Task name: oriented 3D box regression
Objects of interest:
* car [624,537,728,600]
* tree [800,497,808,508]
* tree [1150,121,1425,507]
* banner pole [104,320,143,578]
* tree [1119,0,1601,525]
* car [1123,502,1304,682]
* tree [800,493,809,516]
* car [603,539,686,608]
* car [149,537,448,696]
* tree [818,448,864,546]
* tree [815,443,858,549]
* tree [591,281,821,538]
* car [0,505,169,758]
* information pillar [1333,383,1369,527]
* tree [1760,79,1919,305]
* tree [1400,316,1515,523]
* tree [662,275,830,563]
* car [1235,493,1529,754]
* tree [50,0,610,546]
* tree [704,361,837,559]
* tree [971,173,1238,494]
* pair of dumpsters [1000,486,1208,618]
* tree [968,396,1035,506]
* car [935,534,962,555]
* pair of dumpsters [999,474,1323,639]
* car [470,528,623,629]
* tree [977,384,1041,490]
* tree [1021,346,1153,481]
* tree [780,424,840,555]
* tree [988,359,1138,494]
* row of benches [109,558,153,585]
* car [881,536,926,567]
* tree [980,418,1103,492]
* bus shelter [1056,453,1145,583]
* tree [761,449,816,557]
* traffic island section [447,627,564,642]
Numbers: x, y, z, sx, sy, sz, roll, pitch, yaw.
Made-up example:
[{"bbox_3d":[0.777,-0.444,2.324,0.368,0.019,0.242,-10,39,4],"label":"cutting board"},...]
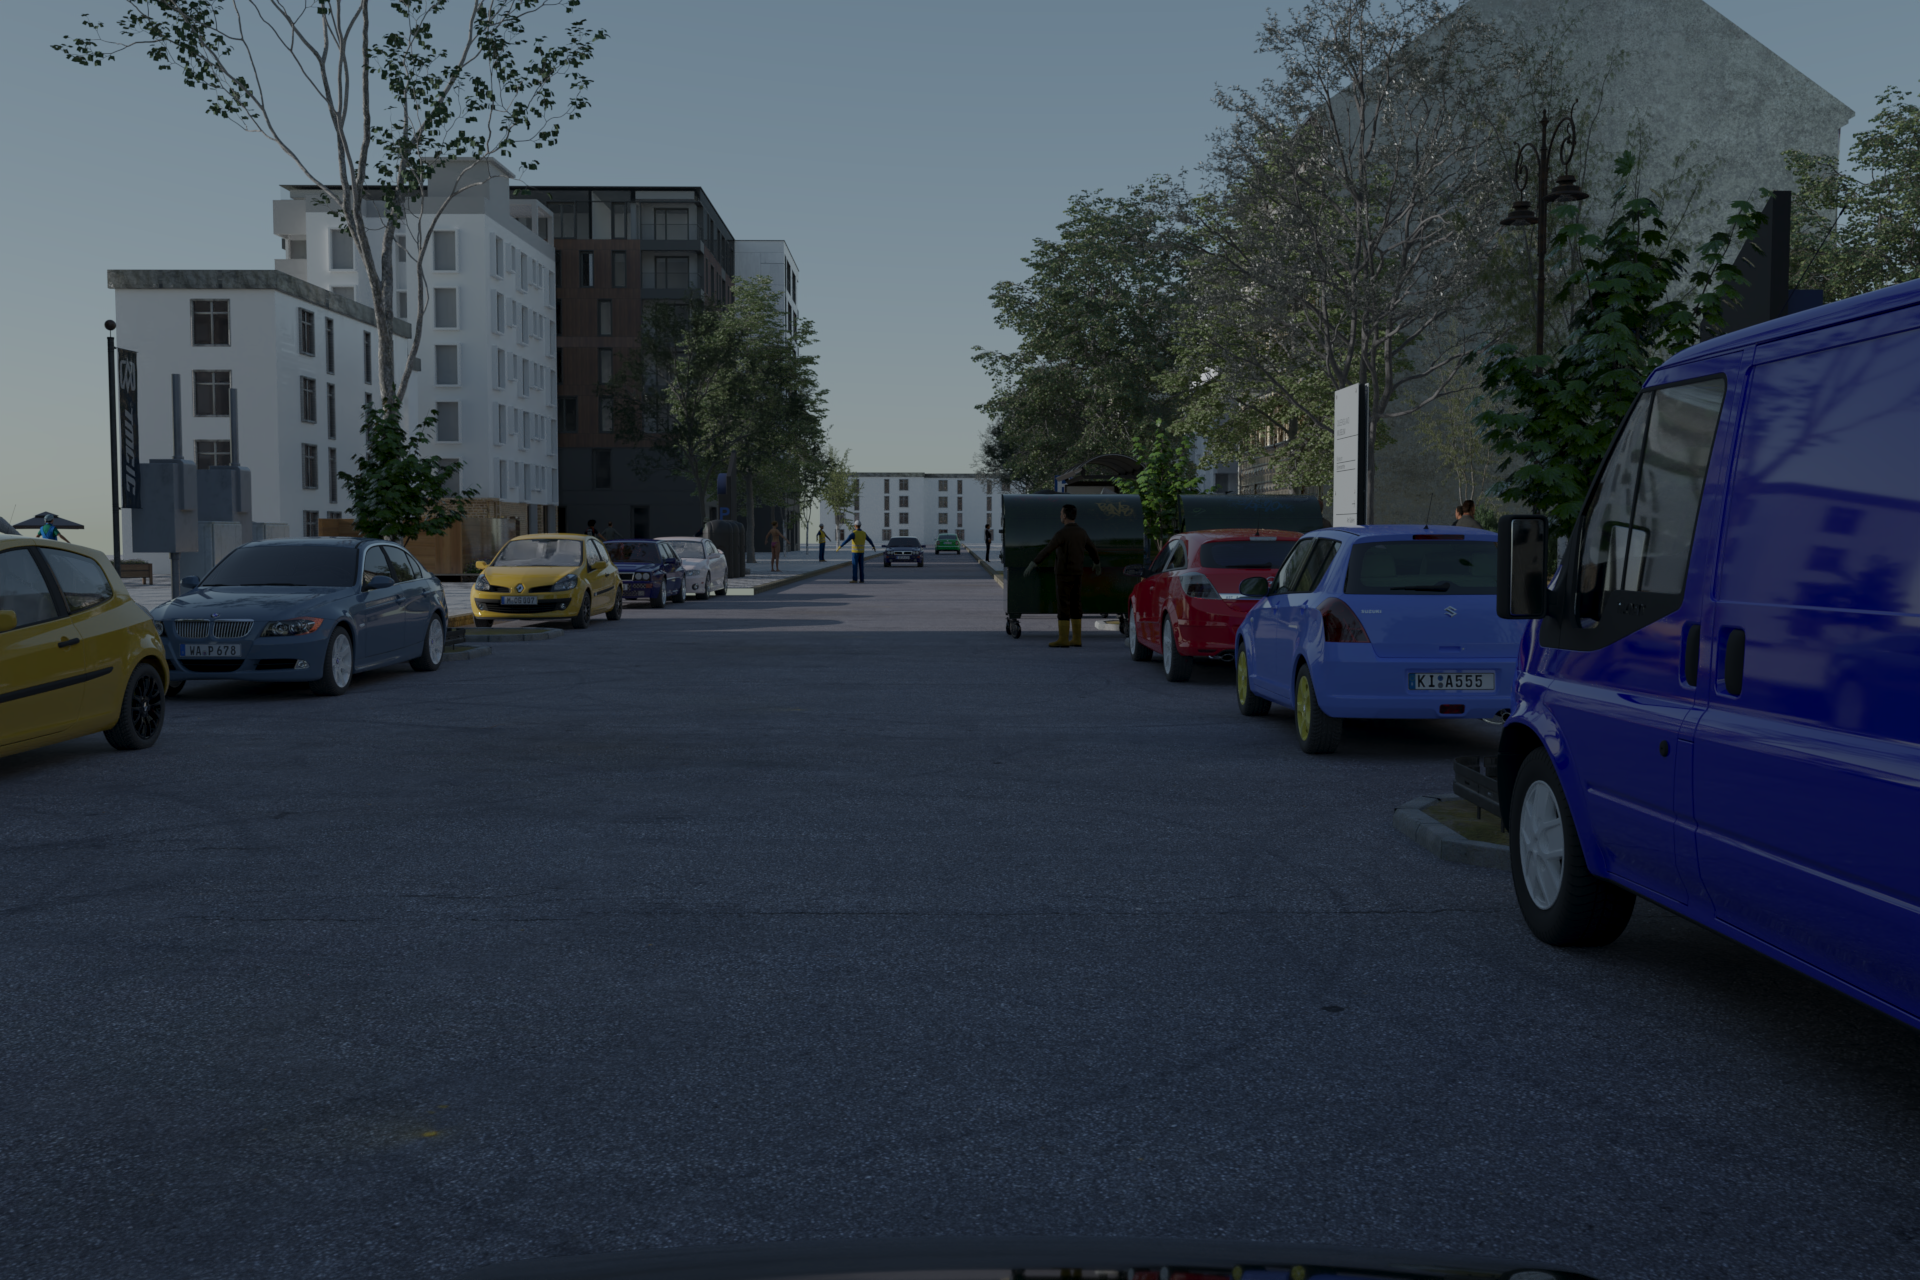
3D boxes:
[{"bbox_3d":[-6.398,-1.645,39.251,2.083,1.381,4.827,0,4,0],"label":"car"},{"bbox_3d":[-22.082,-17.263,232.610,4.360,8.622,3.978,0,3,0],"label":"tree"},{"bbox_3d":[9.256,-7.982,48.631,7.486,12.596,7.792,0,3,0],"label":"tree"},{"bbox_3d":[-9.915,-1.868,20.552,0.401,3.779,0.863,0,4,0],"label":"banner pole"},{"bbox_3d":[8.553,-7.704,36.325,12.009,13.543,11.850,0,3,0],"label":"tree"},{"bbox_3d":[2.856,-0.565,18.277,2.155,1.783,4.494,0,4,-1],"label":"car"},{"bbox_3d":[-22.427,-17.576,237.733,4.737,8.622,4.395,0,3,0],"label":"tree"},{"bbox_3d":[-6.585,-1.355,34.736,1.945,1.354,3.894,0,4,0],"label":"car"},{"bbox_3d":[-6.340,-0.297,16.851,2.014,1.417,4.499,0,3,0],"label":"car"},{"bbox_3d":[-10.137,-11.931,145.431,4.737,8.622,4.395,0,3,0],"label":"tree"},{"bbox_3d":[-9.941,-11.597,139.973,4.737,8.622,4.395,0,3,0],"label":"tree"},{"bbox_3d":[-9.286,-7.881,63.260,8.767,10.594,7.601,0,4,-7],"label":"tree"},{"bbox_3d":[-6.242,0.005,10.148,2.015,1.641,3.980,0,4,-1],"label":"car"},{"bbox_3d":[6.260,-2.232,27.801,0.184,3.620,1.656,0,4,0],"label":"information pillar"},{"bbox_3d":[26.434,-8.677,48.532,9.857,13.997,8.962,0,3,0],"label":"tree"},{"bbox_3d":[16.681,-6.505,56.725,4.360,8.622,3.978,0,3,0],"label":"tree"},{"bbox_3d":[-9.316,-9.647,75.850,7.486,12.596,7.792,0,3,0],"label":"tree"},{"bbox_3d":[3.059,-0.183,12.581,1.945,1.707,3.694,0,4,0],"label":"car"},{"bbox_3d":[-13.096,-10.992,35.616,12.611,20.169,13.585,0,3,0],"label":"tree"},{"bbox_3d":[-9.780,-9.403,88.155,7.601,10.594,8.767,-2,4,-35],"label":"tree"},{"bbox_3d":[5.251,-9.490,61.811,9.857,13.997,8.962,0,3,0],"label":"tree"},{"bbox_3d":[2.903,-1.519,29.782,4.436,2.255,1.574,0,3,0],"label":"pair of dumpsters"},{"bbox_3d":[5.801,-14.329,144.648,12.009,13.543,11.850,0,3,0],"label":"tree"},{"bbox_3d":[-0.855,-6.927,122.051,1.959,1.807,4.718,0,3,0],"label":"car"},{"bbox_3d":[2.756,-1.178,24.213,4.436,2.255,1.574,0,4,-1],"label":"pair of dumpsters"},{"bbox_3d":[-6.489,-1.050,27.395,2.015,1.641,3.980,0,4,0],"label":"car"},{"bbox_3d":[6.030,-13.169,125.679,12.009,13.543,11.850,0,3,0],"label":"tree"},{"bbox_3d":[6.209,-8.798,78.264,7.601,10.594,8.767,-2,4,-34],"label":"tree"},{"bbox_3d":[-9.513,-9.625,107.734,4.737,8.622,4.395,0,3,0],"label":"tree"},{"bbox_3d":[5.689,-9.473,89.292,8.767,10.594,7.601,0,4,1],"label":"tree"},{"bbox_3d":[-21.968,-1.663,42.660,4.104,0.672,1.422,-3,5,-41],"label":"row of benches"},{"bbox_3d":[-2.462,-3.885,76.096,1.945,1.354,3.894,0,4,-1],"label":"car"},{"bbox_3d":[4.963,-10.020,98.246,8.767,10.594,7.601,1,4,17],"label":"tree"},{"bbox_3d":[3.767,-3.195,46.169,2.014,3.302,5.546,0,4,-1],"label":"bus shelter"},{"bbox_3d":[-9.777,-8.948,96.655,4.360,8.622,3.978,0,3,0],"label":"tree"},{"bbox_3d":[-6.590,-0.069,24.000,1.991,0.108,1.994,0,3,0],"label":"traffic island section"}]
